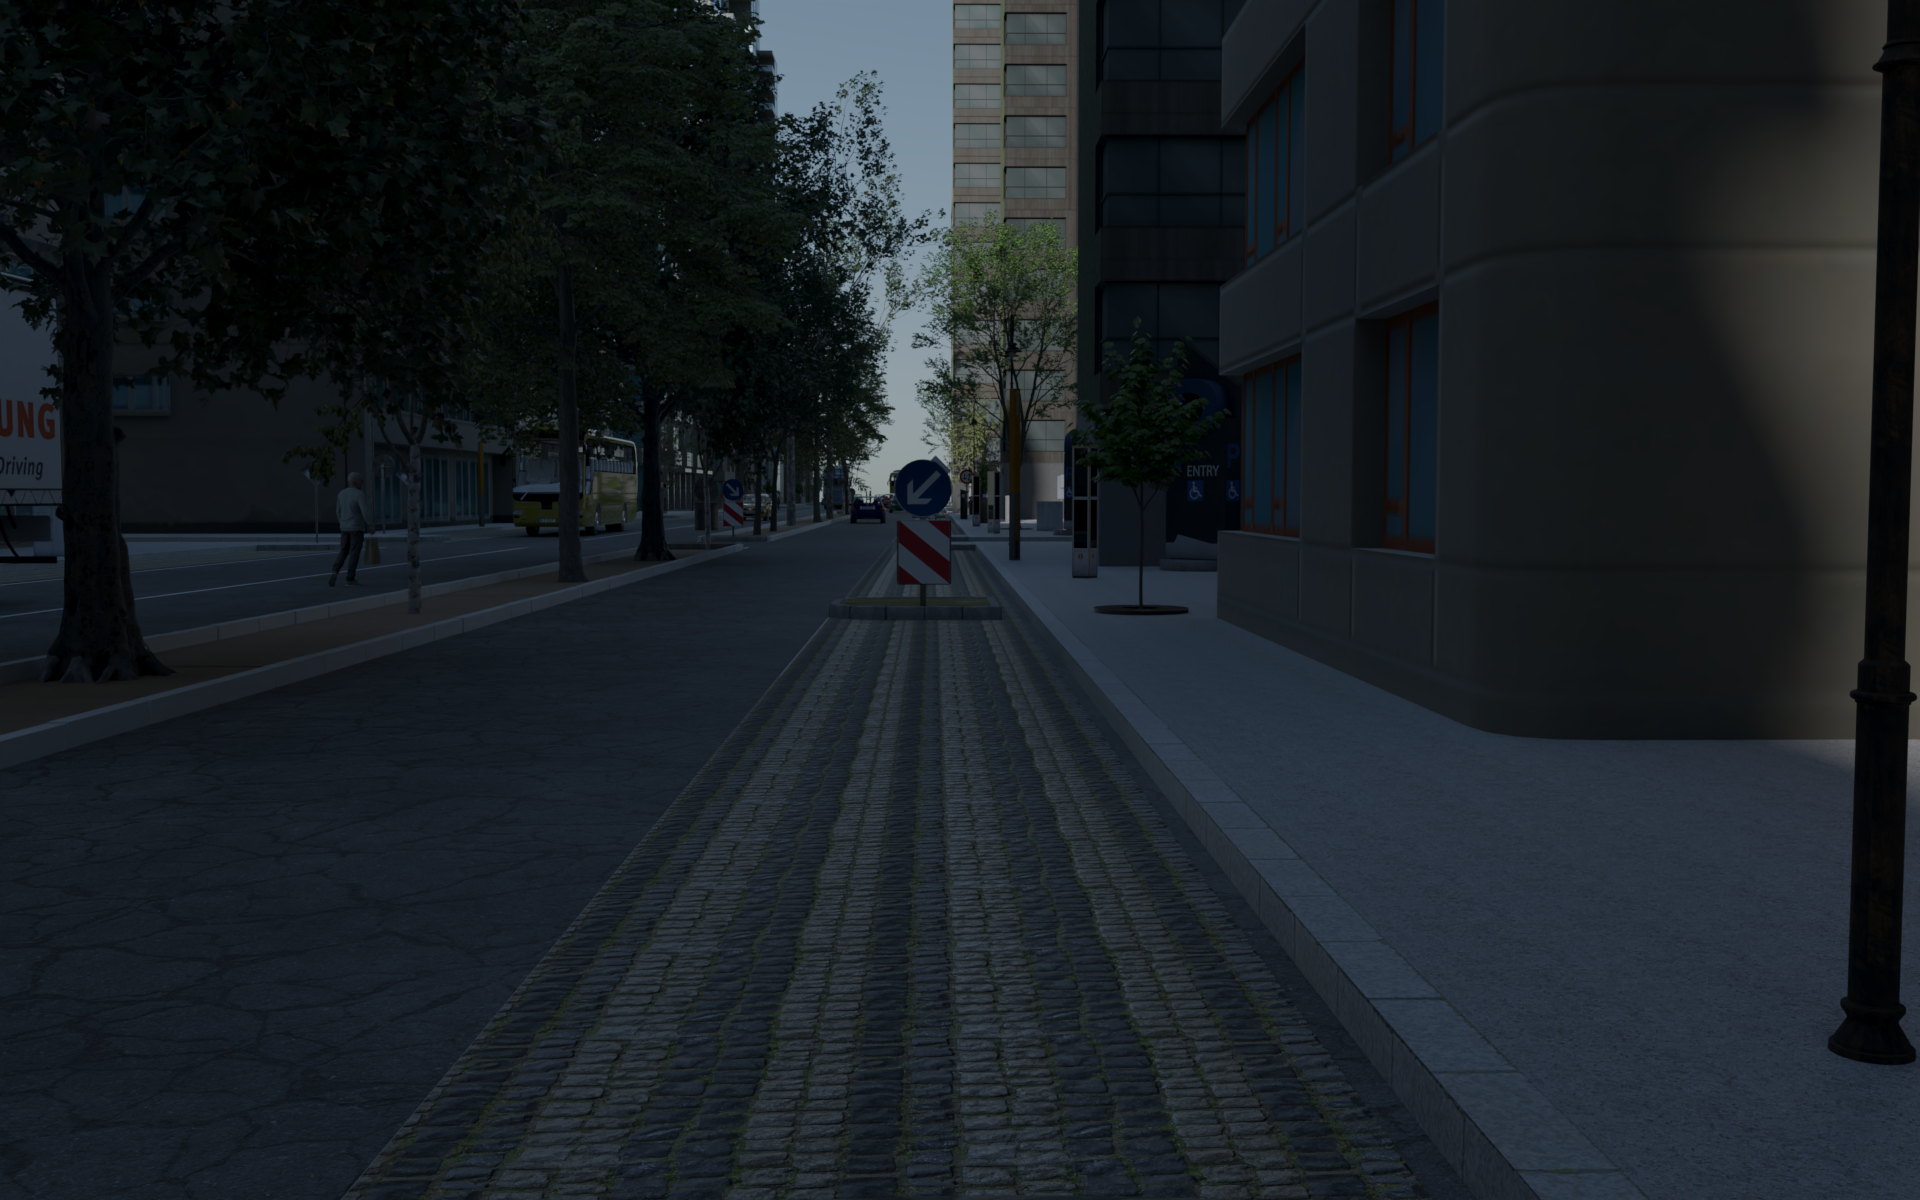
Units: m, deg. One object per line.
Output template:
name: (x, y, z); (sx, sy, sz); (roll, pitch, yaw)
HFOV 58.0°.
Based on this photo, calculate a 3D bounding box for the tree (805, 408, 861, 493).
tree: (-8.011, -9.454, 107.389); (4.737, 8.622, 4.395); (0, 3, 0)

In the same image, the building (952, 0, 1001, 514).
building: (6.472, -26.627, 118.940); (14.154, 41.232, 14.086); (0, 4, -1)

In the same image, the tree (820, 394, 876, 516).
tree: (-8.060, -10.622, 126.491); (4.360, 8.622, 3.978); (0, 3, 0)

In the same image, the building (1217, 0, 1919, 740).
building: (16.723, -9.668, 3.109); (27.650, 21.520, 28.899); (0, 4, -1)

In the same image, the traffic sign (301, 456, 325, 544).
traffic sign: (-16.675, -2.522, 44.873); (0.795, 2.450, 0.064); (0, 4, -1)

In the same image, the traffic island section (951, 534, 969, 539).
traffic island section: (-0.740, -1.890, 53.175); (2.009, 0.180, 2.903); (0, 4, -1)

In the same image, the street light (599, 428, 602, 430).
street light: (-19.536, -7.369, 93.270); (0.468, 5.910, 1.993); (0, 4, -1)

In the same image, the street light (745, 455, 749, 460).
street light: (-20.763, -12.036, 169.573); (0.468, 5.910, 1.993); (0, 4, -1)

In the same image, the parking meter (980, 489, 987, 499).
parking meter: (1.115, -4.529, 82.467); (0.372, 1.533, 0.369); (0, 3, 0)

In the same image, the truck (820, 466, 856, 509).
truck: (-11.505, -10.977, 169.240); (2.967, 4.110, 18.799); (0, 4, 0)

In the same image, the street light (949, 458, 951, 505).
street light: (-1.204, -14.162, 204.329); (0.468, 5.910, 1.993); (0, 4, -1)

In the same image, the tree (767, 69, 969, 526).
tree: (-6.351, -13.336, 76.387); (12.611, 20.169, 13.585); (0, 3, 0)

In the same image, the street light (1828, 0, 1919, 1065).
street light: (2.093, -1.897, 3.798); (0.468, 5.910, 1.993); (0, 4, -1)

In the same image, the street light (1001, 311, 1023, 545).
street light: (1.308, -4.345, 43.827); (0.468, 5.910, 1.993); (0, 4, -1)

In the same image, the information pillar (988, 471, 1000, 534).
information pillar: (1.101, -3.168, 56.290); (0.304, 2.012, 0.304); (3, 5, 42)

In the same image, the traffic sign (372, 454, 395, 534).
traffic sign: (-18.550, -3.401, 55.712); (0.768, 2.556, 0.104); (0, 4, 8)

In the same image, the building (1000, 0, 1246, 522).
building: (9.118, -19.687, 93.577); (14.160, 30.474, 14.107); (0, 4, -1)

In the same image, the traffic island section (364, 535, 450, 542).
traffic island section: (-16.829, -1.874, 52.918); (2.009, 0.180, 2.903); (0, 4, -1)

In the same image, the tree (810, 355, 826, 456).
tree: (-7.944, -11.679, 119.170); (9.928, 11.665, 9.643); (0, 3, 0)

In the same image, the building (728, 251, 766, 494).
building: (-29.614, -31.266, 194.799); (14.154, 41.232, 14.086); (0, 4, -1)

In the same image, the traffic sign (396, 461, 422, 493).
traffic sign: (-16.805, -3.010, 52.857); (0.795, 2.450, 0.064); (0, 4, -1)

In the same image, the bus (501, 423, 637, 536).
bus: (-13.882, -4.369, 62.979); (2.896, 3.916, 12.252); (0, 4, -2)

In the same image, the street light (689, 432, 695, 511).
street light: (-20.044, -9.587, 129.542); (0.468, 5.910, 1.993); (0, 4, -1)

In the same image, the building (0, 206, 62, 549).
building: (-34.906, -25.166, 31.079); (30.456, 49.044, 23.786); (0, 4, -1)

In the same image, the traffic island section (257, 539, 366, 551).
traffic island section: (-16.698, -1.386, 44.934); (2.009, 0.180, 2.903); (0, 4, -1)

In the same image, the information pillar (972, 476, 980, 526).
information pillar: (0.646, -3.930, 68.743); (0.304, 2.012, 0.304); (0, 4, -3)

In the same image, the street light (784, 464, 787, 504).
street light: (-21.441, -14.725, 213.534); (0.468, 5.910, 1.993); (0, 4, -1)

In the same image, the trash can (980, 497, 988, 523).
trash can: (0.993, -3.924, 75.815); (0.748, 1.137, 0.748); (0, 3, 0)

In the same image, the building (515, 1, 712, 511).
building: (-33.505, -31.964, 142.213); (23.786, 49.044, 30.456); (0, 4, -1)

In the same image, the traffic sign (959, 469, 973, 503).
traffic sign: (0.356, -5.440, 89.058); (0.768, 2.556, 0.104); (0, 4, 2)

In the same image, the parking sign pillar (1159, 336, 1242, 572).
parking sign pillar: (4.096, -2.489, 29.163); (1.447, 3.967, 1.447); (-3, 5, -42)

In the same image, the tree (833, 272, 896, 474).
tree: (-7.108, -10.162, 86.737); (7.486, 12.596, 7.792); (0, 3, 0)

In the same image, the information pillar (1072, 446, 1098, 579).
information pillar: (1.908, -1.341, 26.424); (0.304, 2.012, 0.304); (2, 4, 31)

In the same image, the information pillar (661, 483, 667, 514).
information pillar: (-19.519, -6.713, 114.244); (0.304, 2.012, 0.304); (-2, 4, -32)

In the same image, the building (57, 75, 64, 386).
building: (-31.971, -29.301, 98.672); (23.786, 49.044, 30.456); (0, 4, -1)

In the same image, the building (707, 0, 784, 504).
building: (-34.101, -55.905, 226.717); (22.319, 86.520, 31.000); (0, 4, -1)

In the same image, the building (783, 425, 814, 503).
building: (-36.614, -25.351, 259.525); (27.650, 21.520, 28.899); (0, 4, -1)

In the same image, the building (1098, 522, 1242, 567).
building: (9.368, -16.207, 36.681); (14.160, 30.474, 14.107); (0, 4, -1)

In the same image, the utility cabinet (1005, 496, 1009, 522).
utility cabinet: (2.251, -4.174, 79.403); (0.306, 1.237, 1.020); (0, 4, 6)

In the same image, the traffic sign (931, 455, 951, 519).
traffic sign: (-0.633, -2.536, 45.113); (0.795, 2.450, 0.064); (0, 4, -1)

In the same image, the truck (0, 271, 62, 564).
truck: (-13.108, -1.746, 17.460); (2.839, 4.237, 11.283); (0, 4, -1)

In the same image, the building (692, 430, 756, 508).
building: (-35.803, -20.110, 173.845); (27.650, 21.520, 28.899); (0, 4, -1)

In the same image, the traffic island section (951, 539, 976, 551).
traffic island section: (-0.609, -1.401, 45.191); (2.009, 0.180, 2.903); (0, 4, -1)

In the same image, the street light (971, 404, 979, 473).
street light: (0.712, -7.037, 87.841); (0.468, 5.910, 1.993); (0, 4, -1)

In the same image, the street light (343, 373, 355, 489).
street light: (-18.886, -4.920, 53.238); (0.468, 5.910, 1.993); (0, 4, -1)

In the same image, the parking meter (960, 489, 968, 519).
parking meter: (0.196, -4.860, 87.871); (0.372, 1.533, 0.369); (0, 3, 0)

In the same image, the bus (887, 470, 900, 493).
bus: (-5.877, -11.219, 174.982); (2.896, 3.916, 12.252); (0, 4, -3)

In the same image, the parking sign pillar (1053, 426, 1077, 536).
parking sign pillar: (3.631, -4.007, 53.989); (1.447, 3.967, 1.447); (1, 4, 22)

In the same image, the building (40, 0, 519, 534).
building: (-29.969, -26.975, 64.751); (21.300, 48.544, 21.600); (0, 4, -1)
